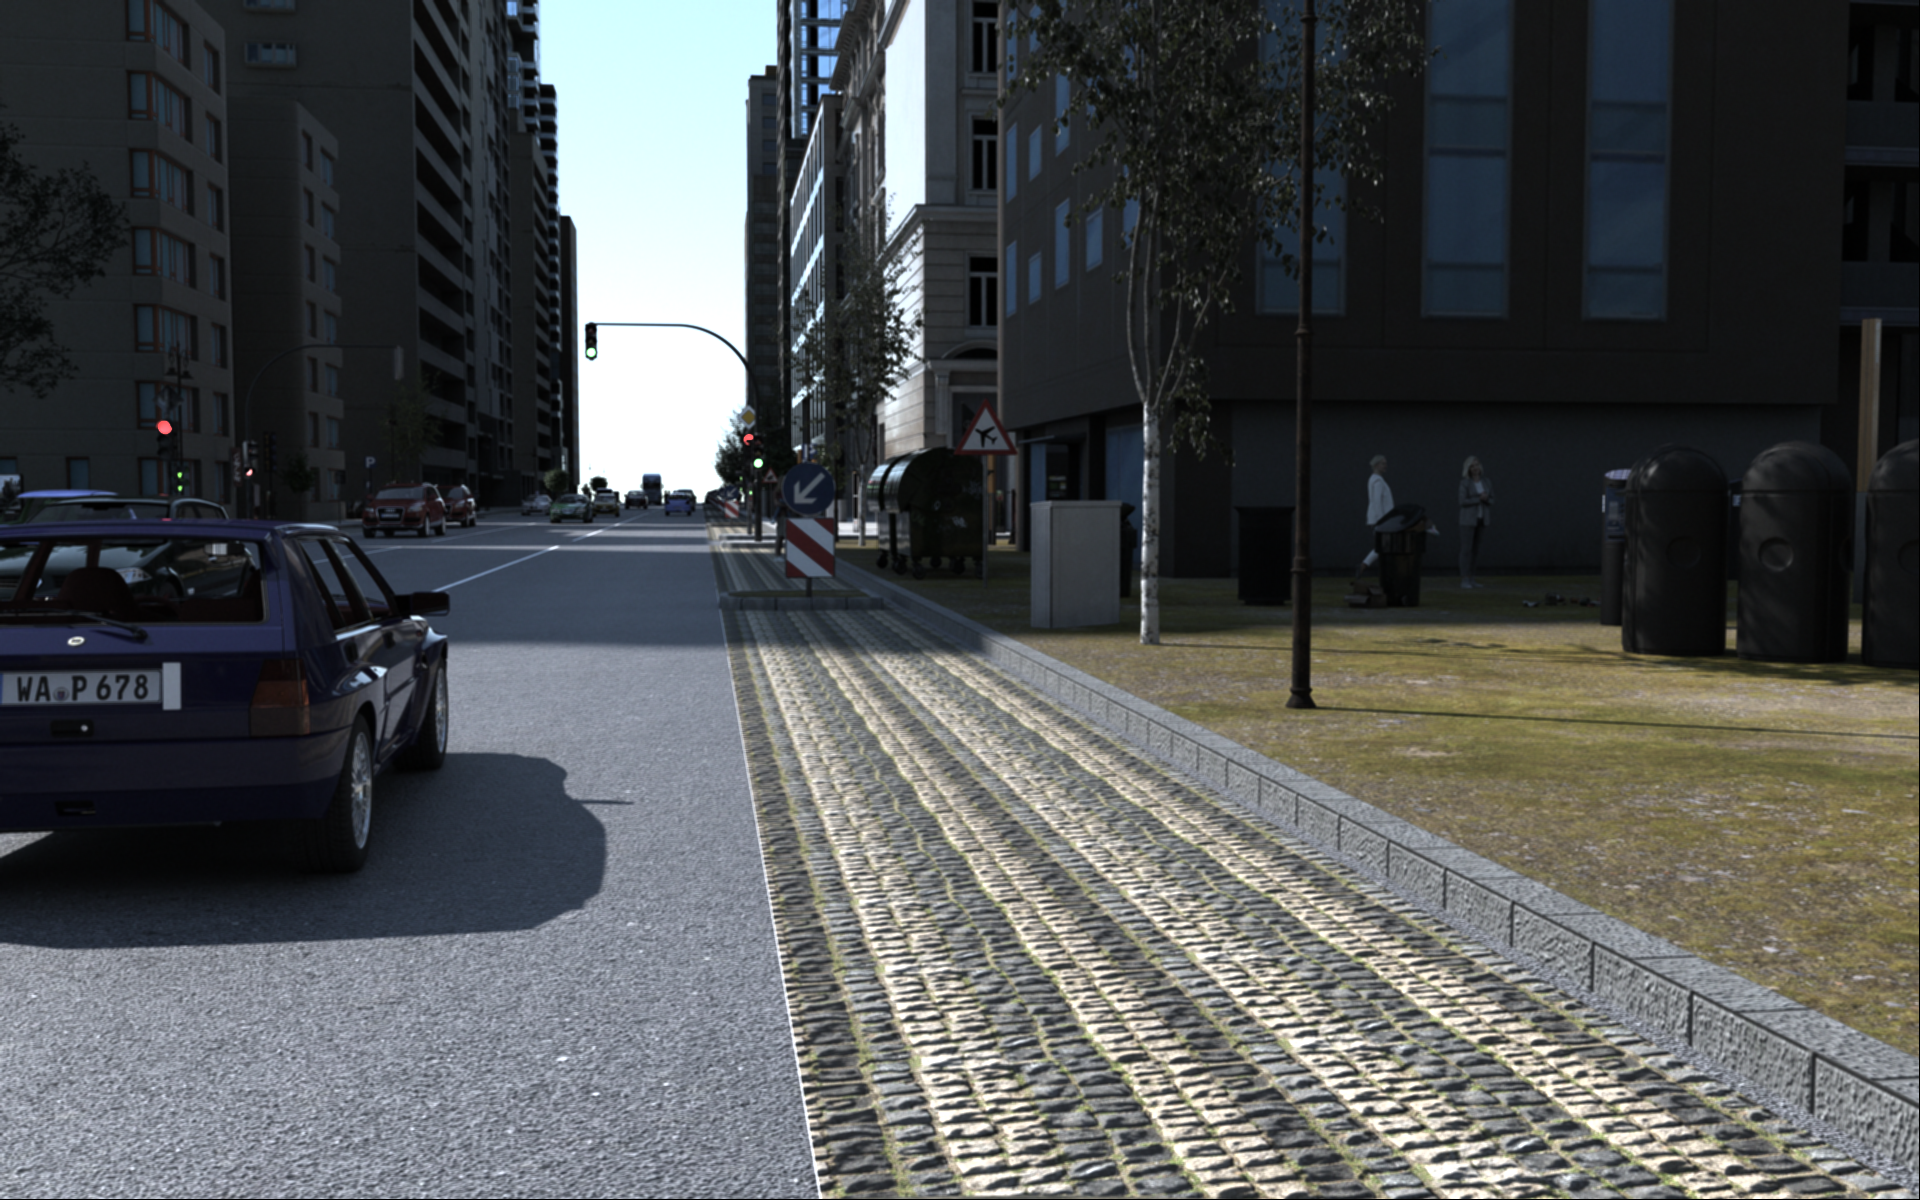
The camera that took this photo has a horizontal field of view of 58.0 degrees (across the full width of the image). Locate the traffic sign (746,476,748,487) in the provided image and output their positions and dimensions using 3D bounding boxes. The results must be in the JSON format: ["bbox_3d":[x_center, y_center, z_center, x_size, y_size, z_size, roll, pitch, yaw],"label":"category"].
[{"bbox_3d":[-15.039,-7.544,123.454,0.768,2.556,0.104,0,4,-5],"label":"traffic sign"}]

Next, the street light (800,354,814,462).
[{"bbox_3d":[-4.869,-5.066,55.621,0.468,5.910,1.993,-1,4,-8],"label":"street light"}]

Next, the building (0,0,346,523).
[{"bbox_3d":[-41.891,-13.676,68.638,27.650,21.520,28.899,-1,4,-8],"label":"building"}]

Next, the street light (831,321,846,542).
[{"bbox_3d":[-3.332,-4.503,46.415,0.468,5.910,1.993,-1,4,-8],"label":"street light"}]

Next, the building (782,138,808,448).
[{"bbox_3d":[-7.848,-22.805,144.571,14.160,30.474,14.107,-1,4,-8],"label":"building"}]

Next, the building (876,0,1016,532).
[{"bbox_3d":[7.404,-17.097,65.435,20.117,28.700,13.634,-1,4,-8],"label":"building"}]

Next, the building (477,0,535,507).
[{"bbox_3d":[-56.044,-45.486,181.942,20.563,71.187,20.611,-1,4,-8],"label":"building"}]

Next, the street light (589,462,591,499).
[{"bbox_3d":[-52.663,-16.747,246.600,0.468,5.910,1.993,-1,4,-8],"label":"street light"}]

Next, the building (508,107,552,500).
[{"bbox_3d":[-63.862,-36.456,219.749,21.300,48.544,21.600,-1,4,-8],"label":"building"}]

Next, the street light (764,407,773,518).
[{"bbox_3d":[-10.146,-7.280,91.809,0.468,5.910,1.993,-1,4,-8],"label":"street light"}]

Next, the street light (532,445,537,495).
[{"bbox_3d":[-40.418,-11.736,164.673,0.468,5.910,1.993,-1,4,-8],"label":"street light"}]

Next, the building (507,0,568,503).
[{"bbox_3d":[-66.948,-57.003,244.672,22.319,86.520,31.000,-1,4,-8],"label":"building"}]

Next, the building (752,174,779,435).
[{"bbox_3d":[-19.891,-33.100,224.781,14.154,41.232,14.086,-1,4,-8],"label":"building"}]

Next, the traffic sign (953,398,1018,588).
[{"bbox_3d":[0.345,-1.445,23.625,0.884,2.594,0.081,0,4,-8],"label":"traffic sign"}]

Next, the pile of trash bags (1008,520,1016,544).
[{"bbox_3d":[3.027,-2.126,44.509,3.447,1.369,1.912,-3,4,-36],"label":"pile of trash bags"}]

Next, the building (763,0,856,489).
[{"bbox_3d":[-7.416,-52.190,165.977,22.319,86.520,31.000,-1,4,-8],"label":"building"}]

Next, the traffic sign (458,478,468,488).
[{"bbox_3d":[-32.341,-6.767,112.768,0.606,2.300,0.079,0,4,-7],"label":"traffic sign"}]

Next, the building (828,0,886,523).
[{"bbox_3d":[1.330,-18.188,84.770,14.401,28.519,23.554,-1,4,-8],"label":"building"}]

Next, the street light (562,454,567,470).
[{"bbox_3d":[-45.829,-13.948,200.841,0.468,5.910,1.993,-1,4,-8],"label":"street light"}]

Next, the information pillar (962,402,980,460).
[{"bbox_3d":[0.267,-3.245,44.410,0.504,3.616,0.183,-1,4,-19],"label":"information pillar"}]

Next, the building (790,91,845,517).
[{"bbox_3d":[-0.564,-18.930,114.026,19.350,26.468,34.151,-1,4,-8],"label":"building"}]

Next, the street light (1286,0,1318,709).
[{"bbox_3d":[2.050,-2.291,10.242,0.468,5.910,1.993,-1,4,-8],"label":"street light"}]

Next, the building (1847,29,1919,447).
[{"bbox_3d":[22.393,-16.540,42.132,14.107,30.474,14.160,-1,4,-8],"label":"building"}]

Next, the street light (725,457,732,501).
[{"bbox_3d":[-28.402,-14.717,213.404,0.468,5.910,1.993,-1,4,-8],"label":"street light"}]

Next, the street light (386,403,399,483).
[{"bbox_3d":[-28.968,-7.073,88.432,0.468,5.910,1.993,-1,4,-8],"label":"street light"}]

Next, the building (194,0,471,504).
[{"bbox_3d":[-50.060,-31.230,134.308,21.300,48.544,21.600,-1,4,-8],"label":"building"}]

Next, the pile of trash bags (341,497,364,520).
[{"bbox_3d":[-31.421,-4.784,87.978,1.912,1.369,3.447,-3,5,-43],"label":"pile of trash bags"}]

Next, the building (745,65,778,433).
[{"bbox_3d":[-19.620,-43.067,246.145,21.231,58.520,28.212,-1,4,-8],"label":"building"}]

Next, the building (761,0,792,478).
[{"bbox_3d":[-11.702,-46.102,192.021,20.563,71.187,20.611,-1,4,-8],"label":"building"}]

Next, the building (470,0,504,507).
[{"bbox_3d":[-57.214,-34.780,157.886,28.713,52.752,27.495,-1,4,-8],"label":"building"}]

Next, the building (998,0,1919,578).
[{"bbox_3d":[8.735,-23.388,32.508,14.600,45.320,14.200,-1,4,-8],"label":"building"}]

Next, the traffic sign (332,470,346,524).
[{"bbox_3d":[-26.461,-4.385,73.832,0.606,2.300,0.079,0,4,0],"label":"traffic sign"}]

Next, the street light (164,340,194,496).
[{"bbox_3d":[-23.515,-4.861,52.270,0.468,5.910,1.993,-1,4,-8],"label":"street light"}]

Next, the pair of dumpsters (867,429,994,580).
[{"bbox_3d":[-0.509,-1.555,27.921,1.574,2.255,4.437,-1,4,-9],"label":"pair of dumpsters"}]

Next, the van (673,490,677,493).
[{"bbox_3d":[-29.820,-10.829,184.069,2.013,2.044,4.112,0,4,-7],"label":"van"}]

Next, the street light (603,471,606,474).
[{"bbox_3d":[-58.097,-18.959,282.764,0.468,5.910,1.993,-1,4,-8],"label":"street light"}]

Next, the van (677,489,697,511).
[{"bbox_3d":[-22.905,-8.386,144.130,2.013,2.044,4.112,-1,4,-10],"label":"van"}]

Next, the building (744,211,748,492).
[{"bbox_3d":[-27.839,-38.593,281.107,14.600,45.320,14.200,-1,4,-8],"label":"building"}]

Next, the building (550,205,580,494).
[{"bbox_3d":[-66.810,-37.855,269.044,14.600,45.320,14.200,-1,4,-8],"label":"building"}]

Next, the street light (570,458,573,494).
[{"bbox_3d":[-47.155,-14.522,210.219,0.468,5.910,1.993,-1,4,-8],"label":"street light"}]

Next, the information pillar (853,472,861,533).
[{"bbox_3d":[-3.361,-3.258,57.761,0.304,2.012,0.304,-3,4,-39],"label":"information pillar"}]

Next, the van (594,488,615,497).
[{"bbox_3d":[-38.080,-11.084,185.601,2.240,2.365,5.245,-1,4,-10],"label":"van"}]

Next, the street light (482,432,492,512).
[{"bbox_3d":[-34.891,-9.492,127.980,0.468,5.910,1.993,-1,4,-8],"label":"street light"}]

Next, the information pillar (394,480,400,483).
[{"bbox_3d":[-30.210,-5.402,92.815,0.304,2.012,0.304,3,5,40],"label":"information pillar"}]

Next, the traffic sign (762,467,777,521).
[{"bbox_3d":[-9.005,-5.041,82.426,0.884,2.594,0.081,0,4,-4],"label":"traffic sign"}]
